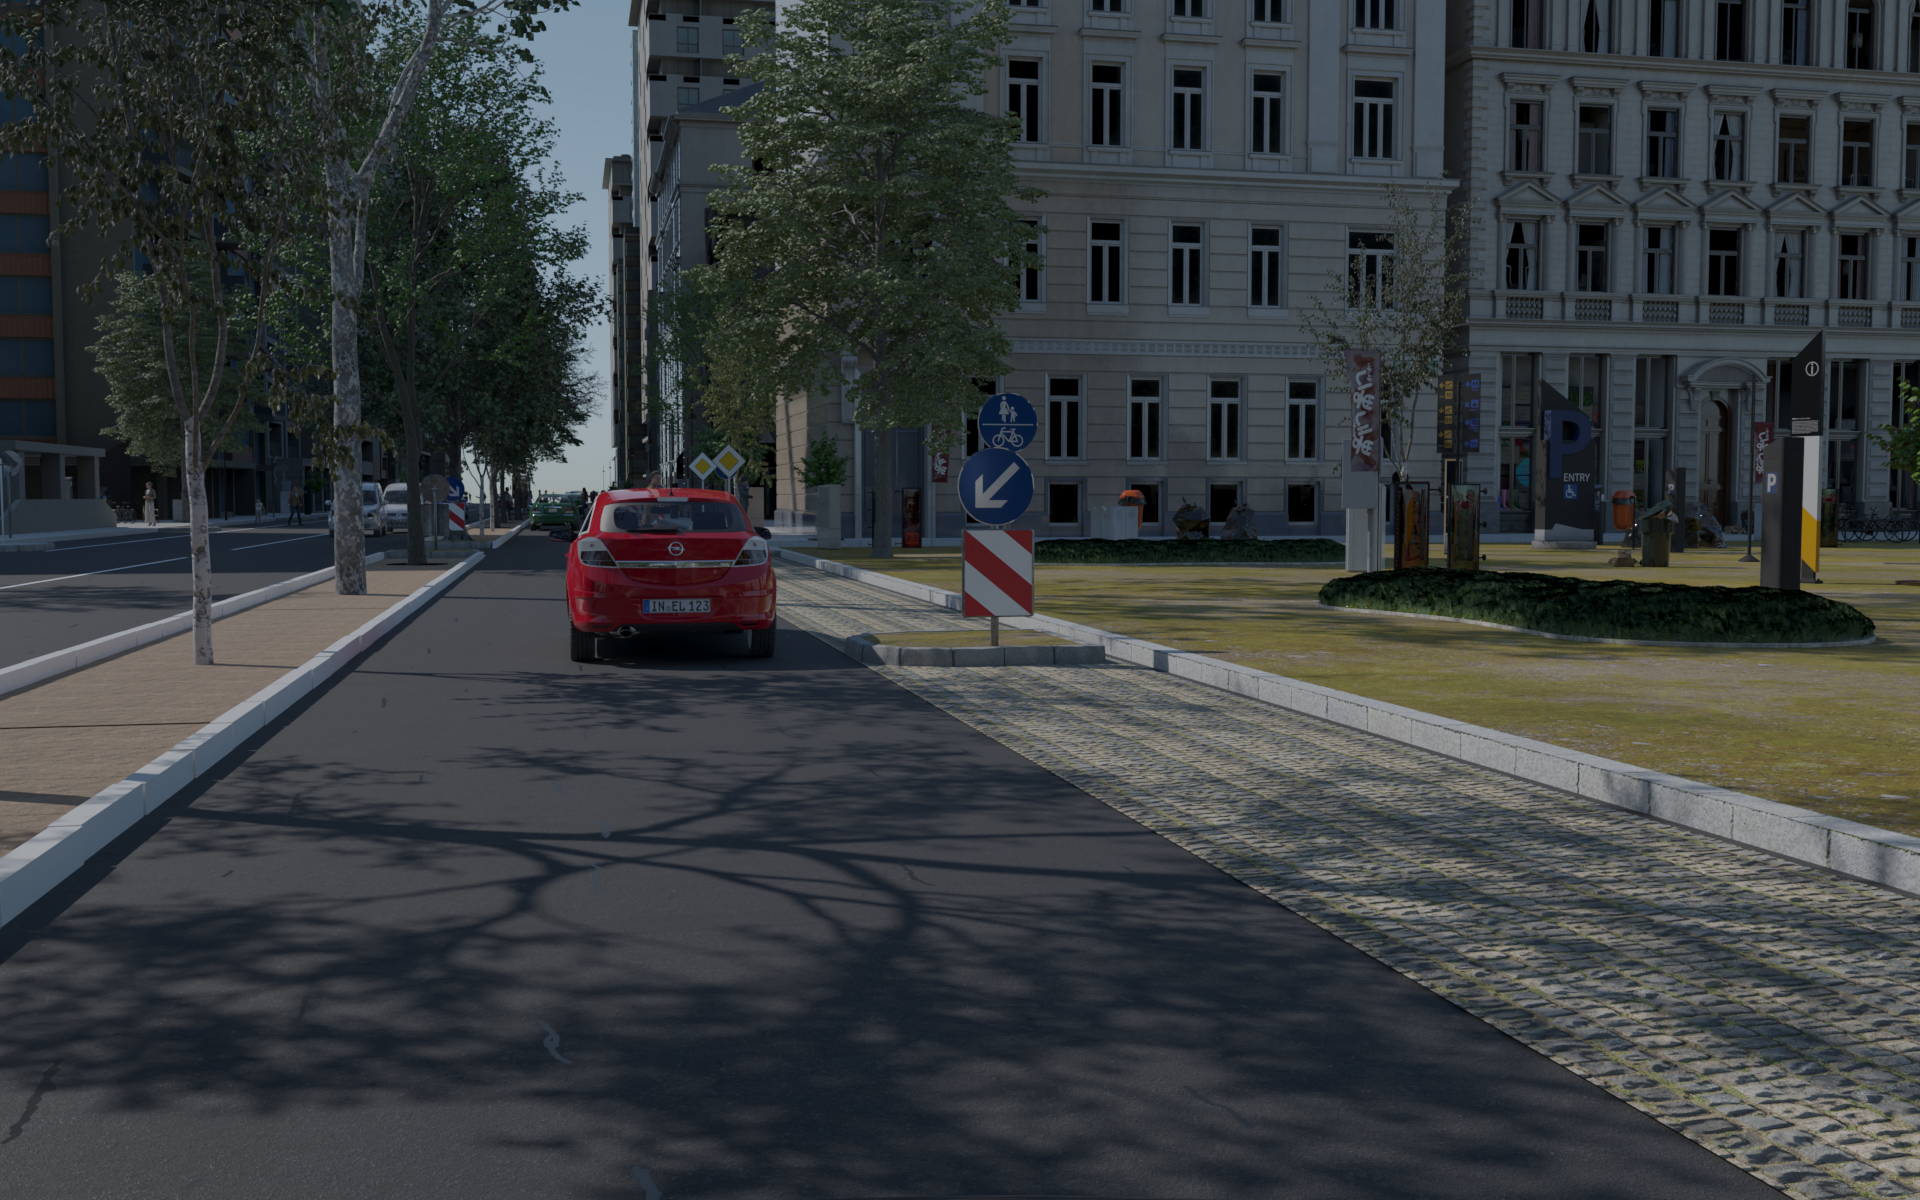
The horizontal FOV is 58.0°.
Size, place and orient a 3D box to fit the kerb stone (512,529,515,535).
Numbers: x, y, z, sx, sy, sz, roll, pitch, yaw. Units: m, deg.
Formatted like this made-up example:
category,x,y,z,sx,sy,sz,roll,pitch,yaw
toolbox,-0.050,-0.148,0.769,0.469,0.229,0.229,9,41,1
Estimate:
category,x,y,z,sx,sy,sz,roll,pitch,yaw
kerb stone,-15.242,-2.233,58.708,0.120,0.150,1.000,-1,4,-13

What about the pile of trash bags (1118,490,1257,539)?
category,x,y,z,sx,sy,sz,roll,pitch,yaw
pile of trash bags,5.239,-1.831,39.689,3.447,1.369,1.912,2,4,27

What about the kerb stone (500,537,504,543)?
category,x,y,z,sx,sy,sz,roll,pitch,yaw
kerb stone,-12.981,-1.622,48.716,0.120,0.150,1.000,-1,4,-13

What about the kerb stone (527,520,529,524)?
category,x,y,z,sx,sy,sz,roll,pitch,yaw
kerb stone,-19.785,-3.456,78.706,0.120,0.150,1.000,-1,4,-13

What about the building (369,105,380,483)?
category,x,y,z,sx,sy,sz,roll,pitch,yaw
building,-63.071,-31.389,163.317,14.600,45.320,14.200,-1,4,-13

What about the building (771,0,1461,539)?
category,x,y,z,sx,sy,sz,roll,pitch,yaw
building,4.252,-16.589,57.137,20.117,28.700,13.634,-1,4,-13

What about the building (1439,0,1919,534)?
category,x,y,z,sx,sy,sz,roll,pitch,yaw
building,24.123,-14.222,61.400,19.941,23.489,11.050,-1,4,-13

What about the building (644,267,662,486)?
category,x,y,z,sx,sy,sz,roll,pitch,yaw
building,-11.522,-18.287,144.038,27.650,21.520,28.899,-1,4,-13

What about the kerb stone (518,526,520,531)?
category,x,y,z,sx,sy,sz,roll,pitch,yaw
kerb stone,-16.607,-2.601,64.714,0.120,0.150,1.000,-1,4,-13

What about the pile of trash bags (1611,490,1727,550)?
category,x,y,z,sx,sy,sz,roll,pitch,yaw
pile of trash bags,16.584,-1.919,41.124,3.447,1.369,1.912,-3,4,-37

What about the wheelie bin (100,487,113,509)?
category,x,y,z,sx,sy,sz,roll,pitch,yaw
wheelie bin,-56.562,-6.487,113.964,0.980,1.594,0.693,1,4,12

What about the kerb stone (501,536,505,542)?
category,x,y,z,sx,sy,sz,roll,pitch,yaw
kerb stone,-13.203,-1.684,49.723,0.120,0.150,1.000,-1,4,-13

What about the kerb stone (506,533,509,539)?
category,x,y,z,sx,sy,sz,roll,pitch,yaw
kerb stone,-13.889,-1.867,52.713,0.120,0.150,1.000,-1,4,-13

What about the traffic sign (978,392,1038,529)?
category,x,y,z,sx,sy,sz,roll,pitch,yaw
traffic sign,0.590,-1.325,21.767,0.768,2.556,0.104,-1,4,-10

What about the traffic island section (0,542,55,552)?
category,x,y,z,sx,sy,sz,roll,pitch,yaw
traffic island section,-24.502,-1.346,44.296,2.009,0.180,2.903,-1,4,-13

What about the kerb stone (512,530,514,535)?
category,x,y,z,sx,sy,sz,roll,pitch,yaw
kerb stone,-15.020,-2.172,57.708,0.120,0.150,1.000,-1,4,-13

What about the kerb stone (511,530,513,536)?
category,x,y,z,sx,sy,sz,roll,pitch,yaw
kerb stone,-14.789,-2.111,56.703,0.120,0.150,1.000,-1,4,-13

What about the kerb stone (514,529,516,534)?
category,x,y,z,sx,sy,sz,roll,pitch,yaw
kerb stone,-15.470,-2.294,59.706,0.120,0.150,1.000,-1,4,-13

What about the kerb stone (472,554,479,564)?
category,x,y,z,sx,sy,sz,roll,pitch,yaw
kerb stone,-9.911,-0.793,35.185,0.120,0.150,1.000,-1,4,-13

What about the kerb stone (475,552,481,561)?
category,x,y,z,sx,sy,sz,roll,pitch,yaw
kerb stone,-10.138,-0.855,36.182,0.120,0.150,1.000,-1,4,-13

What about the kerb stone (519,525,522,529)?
category,x,y,z,sx,sy,sz,roll,pitch,yaw
kerb stone,-17.063,-2.719,66.709,0.120,0.150,1.000,-1,4,-13

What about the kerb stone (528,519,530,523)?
category,x,y,z,sx,sy,sz,roll,pitch,yaw
kerb stone,-20.228,-3.578,80.701,0.120,0.150,1.000,-1,4,-13

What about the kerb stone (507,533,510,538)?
category,x,y,z,sx,sy,sz,roll,pitch,yaw
kerb stone,-14.104,-1.927,53.712,0.120,0.150,1.000,-1,4,-13

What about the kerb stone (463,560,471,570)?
category,x,y,z,sx,sy,sz,roll,pitch,yaw
kerb stone,-9.235,-0.611,32.188,0.120,0.150,1.000,-1,4,-13

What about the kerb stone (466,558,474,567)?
category,x,y,z,sx,sy,sz,roll,pitch,yaw
kerb stone,-9.456,-0.672,33.187,0.120,0.150,1.000,-1,4,-13

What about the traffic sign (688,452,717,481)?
category,x,y,z,sx,sy,sz,roll,pitch,yaw
traffic sign,-7.120,-2.810,48.133,0.795,2.593,0.064,-1,4,-13

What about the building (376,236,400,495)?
category,x,y,z,sx,sy,sz,roll,pitch,yaw
building,-65.757,-24.841,177.847,14.160,30.474,14.107,-1,4,-13

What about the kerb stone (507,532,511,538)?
category,x,y,z,sx,sy,sz,roll,pitch,yaw
kerb stone,-14.341,-1.988,54.707,0.120,0.150,1.000,-1,4,-13

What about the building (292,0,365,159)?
category,x,y,z,sx,sy,sz,roll,pitch,yaw
building,-61.770,-31.883,144.990,21.300,48.544,21.600,-1,4,-13

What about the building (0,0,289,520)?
category,x,y,z,sx,sy,sz,roll,pitch,yaw
building,-50.281,-26.954,95.323,22.147,44.769,28.867,-1,4,-13

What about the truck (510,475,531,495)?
category,x,y,z,sx,sy,sz,roll,pitch,yaw
truck,-65.447,-16.475,258.284,2.839,4.237,11.283,-1,4,-12

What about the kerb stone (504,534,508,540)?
category,x,y,z,sx,sy,sz,roll,pitch,yaw
kerb stone,-13.664,-1.803,51.716,0.120,0.150,1.000,-1,4,-13

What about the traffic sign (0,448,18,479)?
category,x,y,z,sx,sy,sz,roll,pitch,yaw
traffic sign,-24.480,-2.571,44.234,0.795,2.593,0.064,-1,4,-13

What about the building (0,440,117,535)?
category,x,y,z,sx,sy,sz,roll,pitch,yaw
building,-47.114,-22.278,56.128,32.217,40.220,23.993,-1,4,-13

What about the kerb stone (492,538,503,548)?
category,x,y,z,sx,sy,sz,roll,pitch,yaw
kerb stone,-12.755,-1.561,47.716,0.120,0.150,1.000,-1,4,-13

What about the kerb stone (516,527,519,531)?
category,x,y,z,sx,sy,sz,roll,pitch,yaw
kerb stone,-16.150,-2.476,62.709,0.120,0.150,1.000,-1,4,-13

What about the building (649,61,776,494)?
category,x,y,z,sx,sy,sz,roll,pitch,yaw
building,-12.857,-19.157,110.472,12.463,27.353,25.104,-1,4,-13

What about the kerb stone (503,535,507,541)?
category,x,y,z,sx,sy,sz,roll,pitch,yaw
kerb stone,-13.431,-1.745,50.720,0.120,0.150,1.000,-1,4,-13

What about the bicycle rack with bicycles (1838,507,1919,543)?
category,x,y,z,sx,sy,sz,roll,pitch,yaw
bicycle rack with bicycles,24.198,-2.008,46.213,2.925,0.926,2.852,1,4,17

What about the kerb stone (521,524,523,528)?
category,x,y,z,sx,sy,sz,roll,pitch,yaw
kerb stone,-17.507,-2.845,68.713,0.120,0.150,1.000,-1,4,-13

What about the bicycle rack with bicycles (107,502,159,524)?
category,x,y,z,sx,sy,sz,roll,pitch,yaw
bicycle rack with bicycles,-36.265,-3.802,75.546,2.852,0.926,2.925,-3,5,-39

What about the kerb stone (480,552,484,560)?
category,x,y,z,sx,sy,sz,roll,pitch,yaw
kerb stone,-10.367,-0.917,37.182,0.120,0.150,1.000,-1,4,-13

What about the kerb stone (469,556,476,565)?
category,x,y,z,sx,sy,sz,roll,pitch,yaw
kerb stone,-9.686,-0.727,34.184,0.120,0.150,1.000,-1,4,-13

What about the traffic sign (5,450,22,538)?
category,x,y,z,sx,sy,sz,roll,pitch,yaw
traffic sign,-27.610,-3.068,50.276,0.768,2.556,0.104,0,4,-4

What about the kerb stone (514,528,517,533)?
category,x,y,z,sx,sy,sz,roll,pitch,yaw
kerb stone,-15.694,-2.354,60.704,0.120,0.150,1.000,-1,4,-13

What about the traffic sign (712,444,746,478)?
category,x,y,z,sx,sy,sz,roll,pitch,yaw
traffic sign,-5.355,-2.334,40.345,0.795,2.593,0.064,-1,4,-13

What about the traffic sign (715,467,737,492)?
category,x,y,z,sx,sy,sz,roll,pitch,yaw
traffic sign,-8.154,-3.687,60.396,0.768,2.556,0.104,-1,4,-9

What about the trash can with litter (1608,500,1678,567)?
category,x,y,z,sx,sy,sz,roll,pitch,yaw
trash can with litter,11.991,-1.164,30.411,1.055,1.170,0.624,0,4,5

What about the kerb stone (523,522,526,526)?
category,x,y,z,sx,sy,sz,roll,pitch,yaw
kerb stone,-18.423,-3.090,72.715,0.120,0.150,1.000,-1,4,-13

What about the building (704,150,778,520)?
category,x,y,z,sx,sy,sz,roll,pitch,yaw
building,-4.925,-13.662,90.822,16.820,18.784,16.811,-1,4,-13

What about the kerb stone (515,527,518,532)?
category,x,y,z,sx,sy,sz,roll,pitch,yaw
kerb stone,-15.919,-2.416,61.710,0.120,0.150,1.000,-1,4,-13

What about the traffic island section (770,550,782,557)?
category,x,y,z,sx,sy,sz,roll,pitch,yaw
traffic island section,-5.334,-1.110,40.433,2.009,0.180,2.903,-1,4,-13

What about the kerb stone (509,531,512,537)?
category,x,y,z,sx,sy,sz,roll,pitch,yaw
kerb stone,-14.567,-2.049,55.705,0.120,0.150,1.000,-1,4,-13

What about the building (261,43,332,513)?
category,x,y,z,sx,sy,sz,roll,pitch,yaw
building,-57.007,-41.928,123.776,20.563,71.187,20.611,-1,4,-13
